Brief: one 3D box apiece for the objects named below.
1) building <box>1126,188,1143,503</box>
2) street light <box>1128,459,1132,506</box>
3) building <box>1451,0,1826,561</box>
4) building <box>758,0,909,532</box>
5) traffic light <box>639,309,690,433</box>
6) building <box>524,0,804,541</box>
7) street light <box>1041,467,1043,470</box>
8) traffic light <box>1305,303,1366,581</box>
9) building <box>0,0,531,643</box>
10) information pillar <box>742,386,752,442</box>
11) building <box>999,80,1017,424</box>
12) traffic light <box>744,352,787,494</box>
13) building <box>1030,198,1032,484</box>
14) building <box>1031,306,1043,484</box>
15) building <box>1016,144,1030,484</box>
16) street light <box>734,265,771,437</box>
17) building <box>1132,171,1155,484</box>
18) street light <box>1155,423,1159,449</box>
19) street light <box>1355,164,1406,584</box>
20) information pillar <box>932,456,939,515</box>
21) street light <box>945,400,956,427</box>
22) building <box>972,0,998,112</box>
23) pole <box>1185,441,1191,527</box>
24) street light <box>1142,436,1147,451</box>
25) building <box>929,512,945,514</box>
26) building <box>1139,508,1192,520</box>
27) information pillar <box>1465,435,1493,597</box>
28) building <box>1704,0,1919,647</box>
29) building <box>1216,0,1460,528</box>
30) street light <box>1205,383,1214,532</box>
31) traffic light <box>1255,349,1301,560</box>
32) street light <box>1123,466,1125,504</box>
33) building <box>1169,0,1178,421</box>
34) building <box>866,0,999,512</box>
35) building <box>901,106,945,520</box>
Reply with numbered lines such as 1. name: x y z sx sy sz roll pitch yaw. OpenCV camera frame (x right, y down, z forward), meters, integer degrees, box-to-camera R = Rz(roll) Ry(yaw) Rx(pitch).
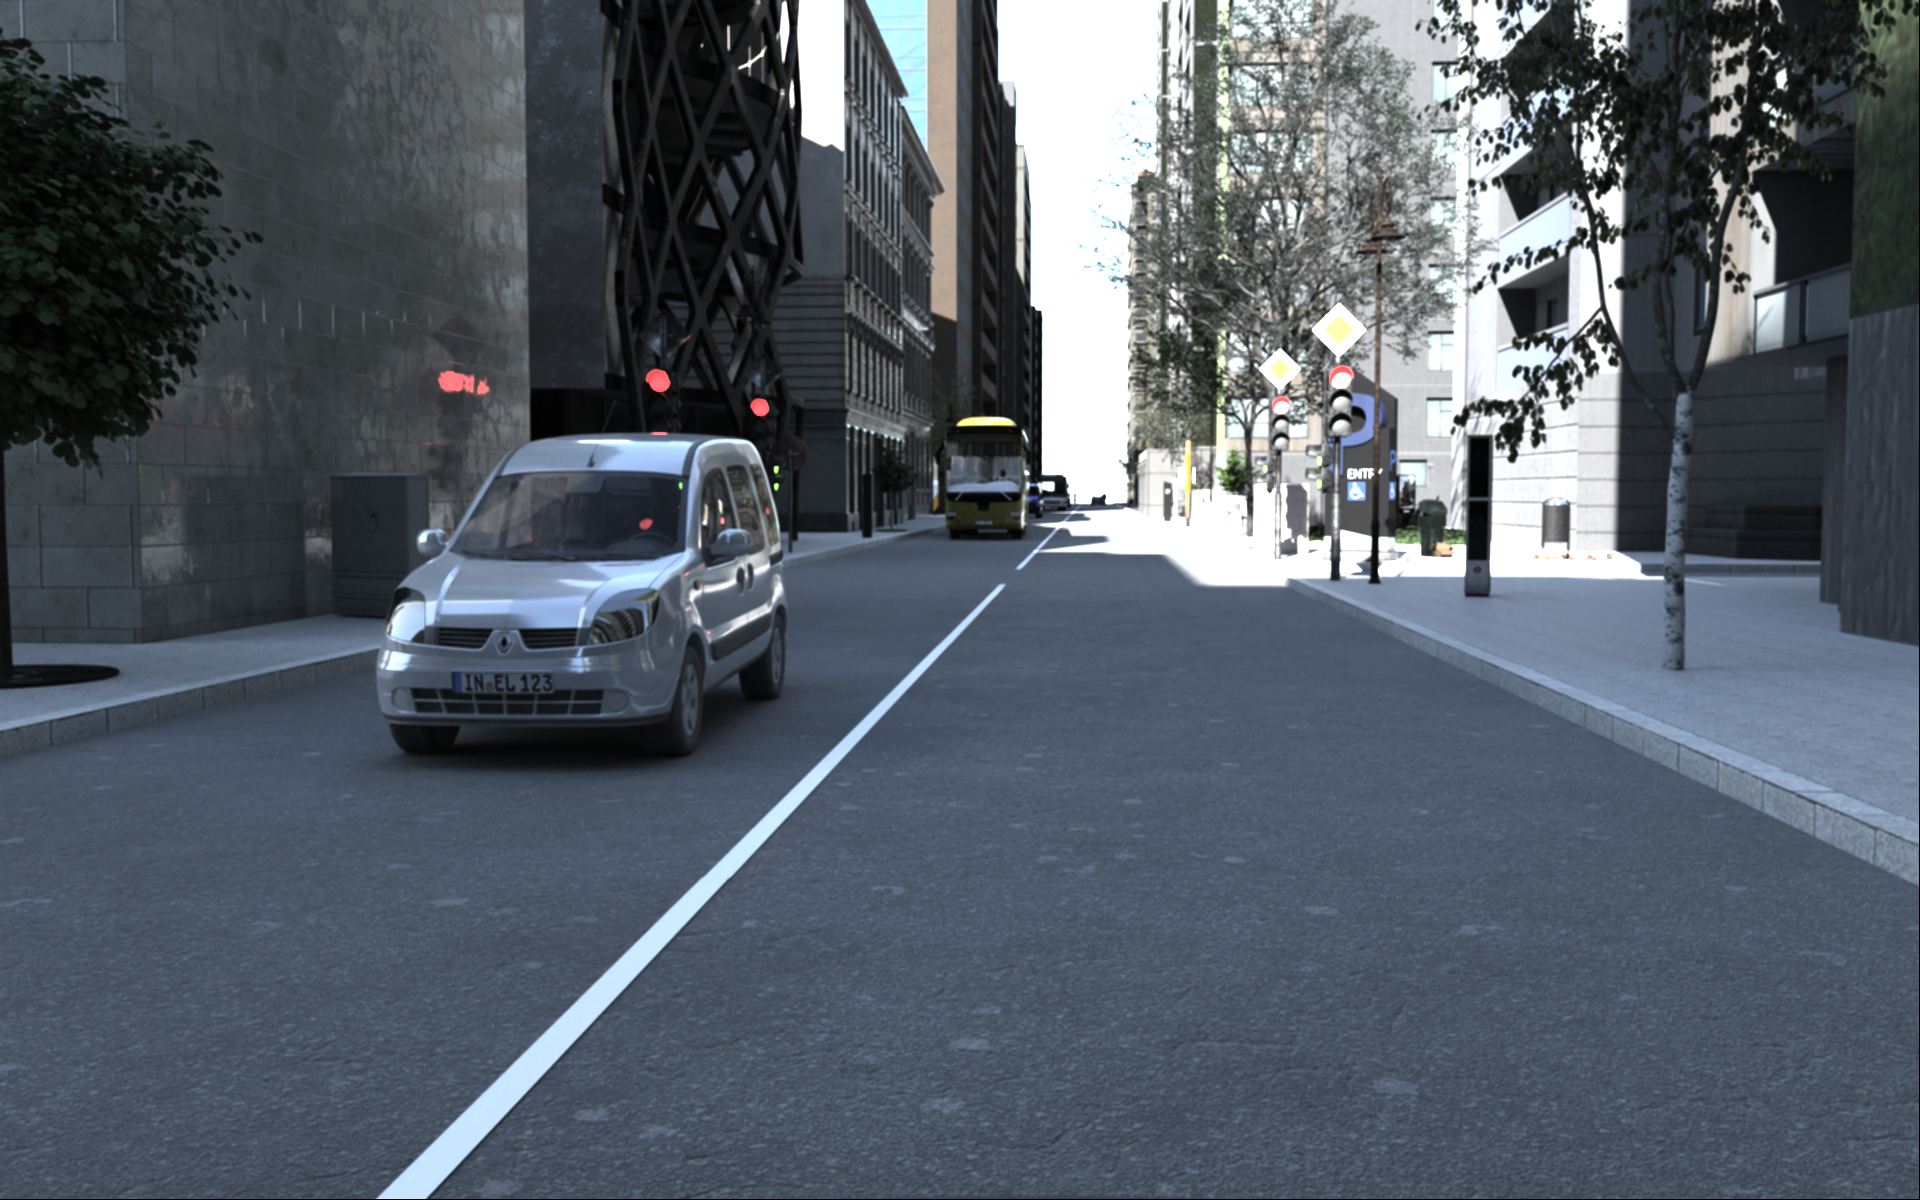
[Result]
1. building: 35.507 -38.626 255.232 21.300 48.544 21.600 0 4 4
2. street light: 18.070 -12.942 184.394 0.468 5.910 1.993 0 4 4
3. building: 28.034 -30.476 40.288 28.212 58.520 21.231 0 4 4
4. building: -7.761 -13.304 66.677 9.793 20.994 18.267 0 4 4
5. traffic light: -4.477 -2.290 26.359 0.839 4.253 0.868 0 4 4
6. building: -12.676 -10.796 43.960 16.820 18.784 16.811 0 4 4
7. street light: 11.561 -16.590 244.039 0.468 5.910 1.993 0 4 4
8. traffic light: 5.557 -2.244 25.618 0.839 4.253 0.868 0 4 4
9. building: -14.995 -10.110 20.047 16.860 20.320 10.420 0 4 4
10. information pillar: -4.564 -2.813 37.340 0.183 3.616 0.504 -2 4 -28
11. building: -1.875 -29.545 166.652 14.154 41.232 14.086 0 4 4
12. traffic light: -3.874 -2.777 34.321 0.839 4.253 0.868 0 4 4
13. building: 3.056 -36.499 246.865 14.600 45.320 14.200 0 4 4
14. building: 5.341 -29.974 261.773 14.160 30.474 14.107 0 4 4
15. building: -1.778 -37.018 228.937 21.300 48.544 21.600 0 4 4
16. street light: -4.188 -3.814 35.143 0.468 5.910 1.993 0 4 4
17. building: 34.184 -35.179 229.802 22.147 44.769 28.867 0 4 4
18. street light: 12.295 -8.278 108.127 0.468 5.910 1.993 0 4 4
19. street light: 5.955 -3.175 24.699 0.468 5.910 1.993 0 4 4
20. information pillar: -1.480 -7.045 106.546 0.183 3.616 0.504 -3 4 -37
21. street light: -0.460 -6.889 85.424 0.468 5.910 1.993 0 4 4
22. building: -8.282 -31.235 134.400 21.300 48.544 21.600 0 4 4
23. pole: 8.765 -4.442 66.467 0.158 3.312 0.155 0 3 0
24. street light: 14.315 -9.880 134.324 0.468 5.910 1.993 0 4 4
25. building: -6.553 -28.522 116.450 14.600 45.320 14.200 0 4 4
26. building: 20.672 -40.241 96.185 20.563 71.187 20.611 0 4 4
27. information pillar: 6.498 -1.052 21.688 0.304 2.012 0.304 1 4 19
28. building: 15.296 -20.330 15.987 14.154 41.232 14.086 0 4 4
29. building: 17.775 -23.752 71.945 14.154 41.232 14.086 0 4 4
30. street light: 8.422 -5.211 57.993 0.468 5.910 1.993 0 4 4
31. traffic light: 6.160 -2.731 33.580 0.839 4.253 0.868 0 4 4
32. street light: 20.517 -14.929 216.883 0.468 5.910 1.993 0 4 4
33. building: 29.363 -32.803 125.569 28.713 52.752 27.495 0 4 4
34. building: -3.858 -30.728 152.520 14.600 45.320 14.200 0 4 4
35. building: -7.381 -15.312 86.506 11.583 22.565 21.152 0 4 4
